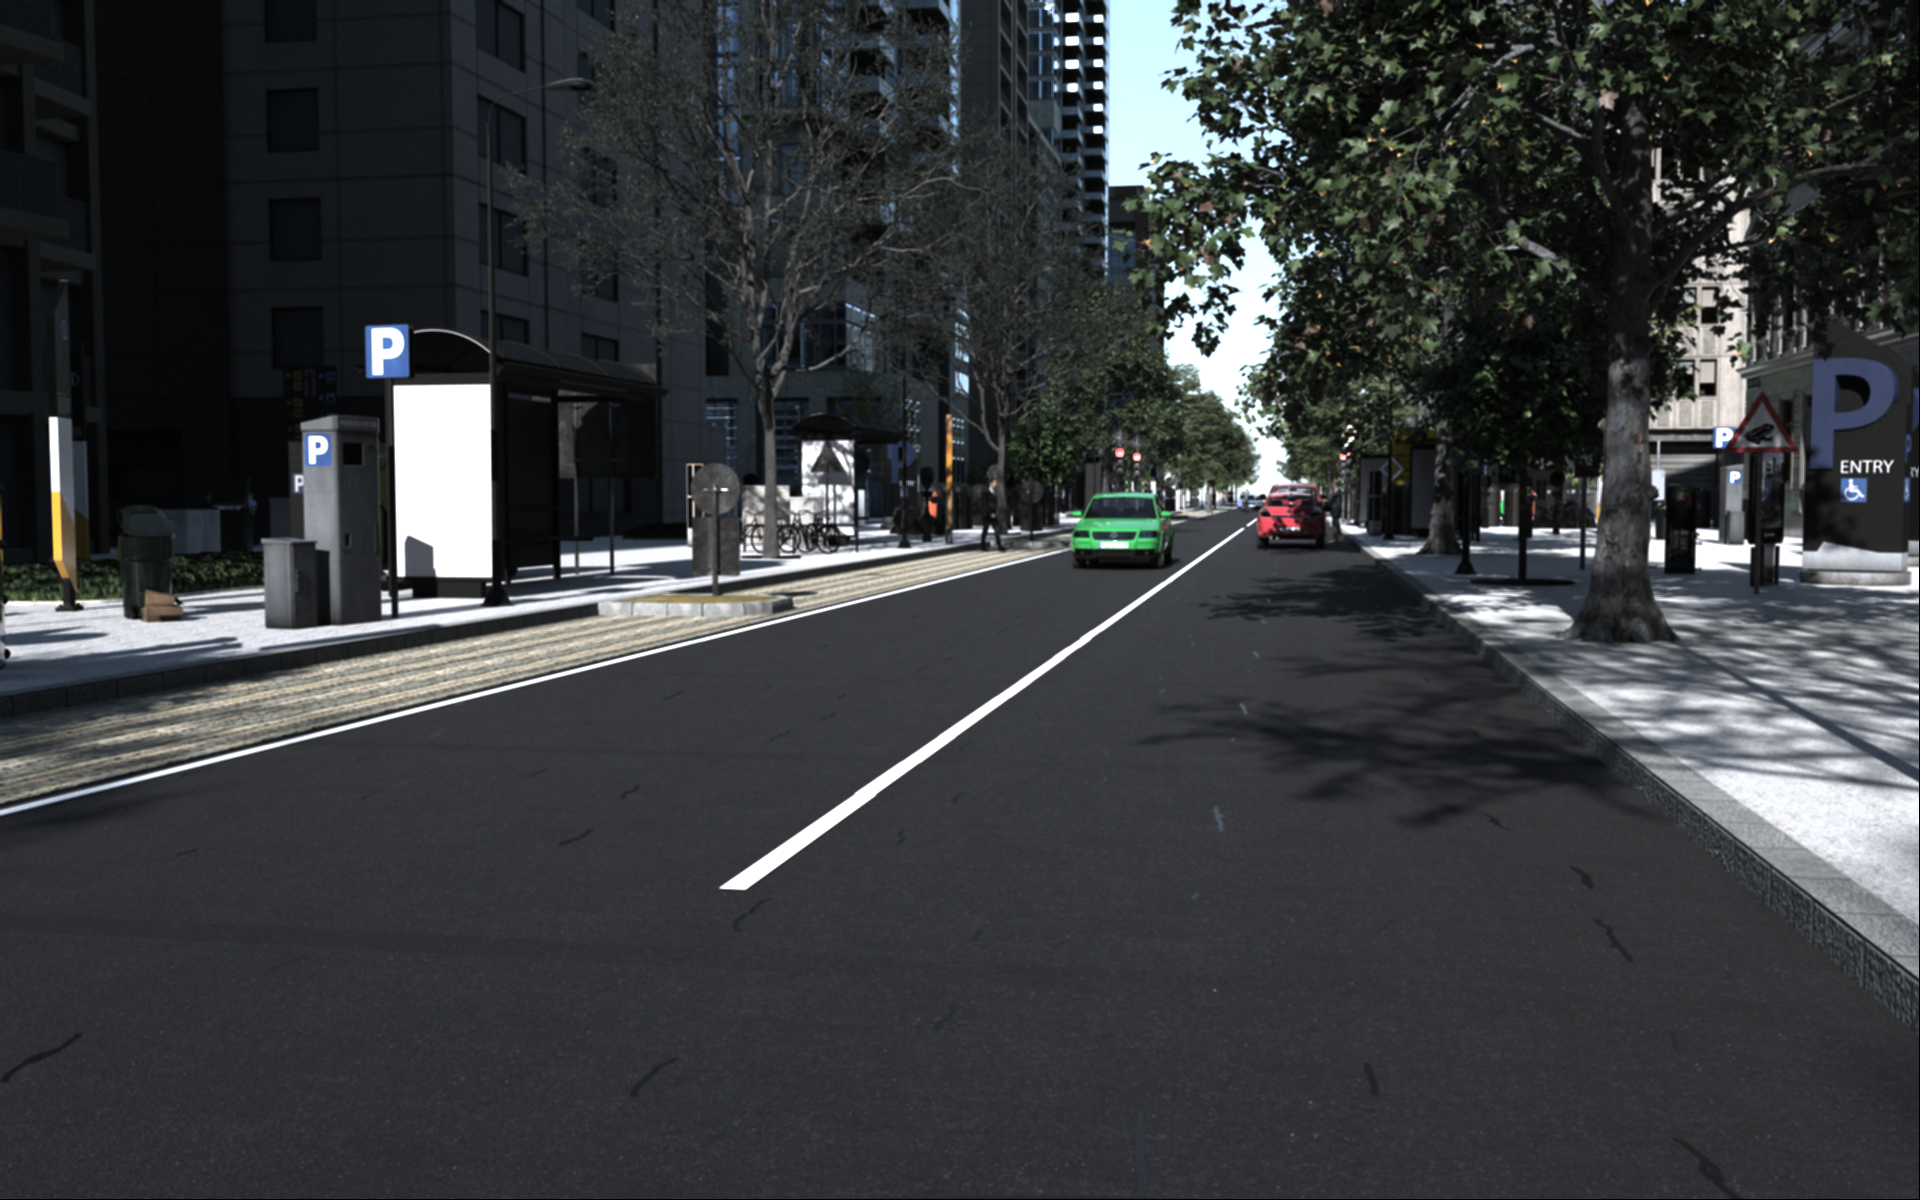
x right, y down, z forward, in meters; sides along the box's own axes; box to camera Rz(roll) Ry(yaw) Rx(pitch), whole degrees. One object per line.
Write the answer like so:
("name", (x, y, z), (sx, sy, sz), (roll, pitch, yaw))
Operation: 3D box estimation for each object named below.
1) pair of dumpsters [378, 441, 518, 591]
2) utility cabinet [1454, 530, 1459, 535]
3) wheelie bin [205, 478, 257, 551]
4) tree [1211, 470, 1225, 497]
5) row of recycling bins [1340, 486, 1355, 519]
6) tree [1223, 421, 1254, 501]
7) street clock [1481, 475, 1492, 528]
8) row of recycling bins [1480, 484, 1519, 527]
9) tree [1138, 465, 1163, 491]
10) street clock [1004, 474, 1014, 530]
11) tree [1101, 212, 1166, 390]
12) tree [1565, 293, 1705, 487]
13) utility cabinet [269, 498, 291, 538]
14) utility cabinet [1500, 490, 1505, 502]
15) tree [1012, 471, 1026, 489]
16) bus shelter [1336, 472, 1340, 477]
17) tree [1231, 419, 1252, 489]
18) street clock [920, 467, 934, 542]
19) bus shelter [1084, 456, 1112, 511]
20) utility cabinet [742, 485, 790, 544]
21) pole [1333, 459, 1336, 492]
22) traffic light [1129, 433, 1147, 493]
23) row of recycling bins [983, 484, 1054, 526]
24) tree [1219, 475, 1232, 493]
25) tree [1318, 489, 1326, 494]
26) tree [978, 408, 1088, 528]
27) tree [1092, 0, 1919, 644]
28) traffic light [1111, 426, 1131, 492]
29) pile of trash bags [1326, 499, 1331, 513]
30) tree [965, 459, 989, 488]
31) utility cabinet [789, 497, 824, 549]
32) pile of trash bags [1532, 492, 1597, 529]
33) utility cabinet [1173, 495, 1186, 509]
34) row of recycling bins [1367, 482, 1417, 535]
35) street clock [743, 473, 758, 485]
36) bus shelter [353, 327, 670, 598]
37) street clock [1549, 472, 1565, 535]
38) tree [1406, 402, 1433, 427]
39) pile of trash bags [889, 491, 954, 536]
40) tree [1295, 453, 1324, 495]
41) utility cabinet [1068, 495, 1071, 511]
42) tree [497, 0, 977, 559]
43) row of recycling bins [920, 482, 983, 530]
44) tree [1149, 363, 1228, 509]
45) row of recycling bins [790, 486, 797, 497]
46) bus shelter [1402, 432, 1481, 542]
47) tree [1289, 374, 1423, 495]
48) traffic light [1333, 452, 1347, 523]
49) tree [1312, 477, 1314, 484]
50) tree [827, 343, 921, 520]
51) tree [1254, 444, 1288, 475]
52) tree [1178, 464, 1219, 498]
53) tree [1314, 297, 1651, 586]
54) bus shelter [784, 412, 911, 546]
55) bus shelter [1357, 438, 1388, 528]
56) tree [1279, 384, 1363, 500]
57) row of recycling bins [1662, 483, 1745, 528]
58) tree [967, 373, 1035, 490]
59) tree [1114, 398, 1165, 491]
("pair of dumpsters", (-7.750, -1.370, 24.888), (1.574, 2.255, 4.437), (1, 4, 11))
("utility cabinet", (15.705, -2.676, 54.912), (0.306, 1.237, 1.020), (1, 4, 14))
("wheelie bin", (-13.958, -1.549, 33.236), (0.980, 1.594, 0.693), (0, 4, -8))
("tree", (30.422, -15.760, 208.032), (4.737, 8.622, 4.395), (0, 3, 0))
("row of recycling bins", (20.912, -5.085, 90.257), (1.069, 1.692, 3.534), (-2, 4, -27))
("tree", (49.526, -24.402, 309.339), (12.009, 13.543, 11.850), (0, 3, 0))
("street clock", (19.791, -3.707, 65.181), (0.358, 2.002, 0.471), (3, 5, 42))
("row of recycling bins", (20.559, -3.757, 68.545), (3.534, 1.692, 1.069), (1, 4, 18))
("tree", (12.356, -7.267, 113.414), (1.663, 3.219, 1.824), (0, 3, 0))
("street clock", (1.720, -3.515, 62.034), (0.358, 2.002, 0.471), (3, 4, 39))
("tree", (1.191, -8.811, 54.428), (12.009, 13.543, 11.850), (0, 3, 0))
("tree", (22.590, -6.706, 60.013), (4.737, 8.622, 4.395), (0, 3, 0))
("utility cabinet", (-10.995, -1.064, 28.550), (1.020, 1.237, 0.306), (3, 5, 42))
("utility cabinet", (30.945, -5.552, 99.452), (1.173, 1.500, 0.318), (0, 4, 3))
("tree", (4.247, -7.569, 118.354), (1.663, 3.219, 1.824), (0, 3, 0))
("bus shelter", (32.923, -9.378, 147.255), (2.014, 3.302, 5.546), (1, 4, 11))
("tree", (38.044, -20.241, 249.069), (7.486, 12.596, 7.792), (0, 3, 0))
("street clock", (-0.883, -2.557, 46.382), (0.358, 2.002, 0.471), (-1, 4, -21))
("bus shelter", (8.733, -7.164, 108.407), (1.731, 3.624, 6.357), (1, 4, 11))
("utility cabinet", (-4.920, -2.154, 43.900), (1.173, 1.500, 0.318), (-2, 4, -24))
("pole", (21.481, -6.456, 99.406), (0.158, 3.312, 0.155), (0, 3, 0))
("traffic light", (8.160, -5.542, 79.536), (0.839, 4.253, 0.868), (1, 4, 11))
("row of recycling bins", (2.099, -3.844, 69.970), (3.534, 1.692, 1.069), (-1, 4, -14))
("tree", (34.381, -14.987, 228.748), (4.285, 4.588, 4.351), (0, 3, 0))
("tree", (41.671, -12.459, 198.297), (1.663, 3.219, 1.824), (0, 3, 0))
("tree", (3.253, -5.024, 65.852), (4.285, 4.588, 4.351), (0, 3, 0))
("tree", (5.961, -5.993, 14.995), (9.611, 12.733, 9.660), (0, 3, 0))
("traffic light", (6.655, -5.063, 71.693), (0.839, 4.253, 0.868), (1, 4, 11))
("pile of trash bags", (26.852, -6.692, 119.160), (1.912, 1.369, 3.447), (-3, 5, -44))
("tree", (0.679, -6.203, 96.025), (1.663, 3.219, 1.824), (0, 3, 0))
("utility cabinet", (-3.621, -1.823, 40.974), (0.306, 1.237, 1.020), (-3, 5, -40))
("pile of trash bags", (22.140, -3.358, 64.650), (3.447, 1.369, 1.912), (-3, 4, -36))
("utility cabinet", (18.729, -8.361, 147.867), (1.020, 1.237, 0.306), (1, 4, 21))
("row of recycling bins", (14.031, -2.966, 55.605), (1.069, 1.692, 3.534), (-1, 4, -10))
("street clock", (-7.370, -3.444, 60.881), (0.471, 2.002, 0.358), (-2, 4, -29))
("bus shelter", (-5.917, -1.828, 23.813), (2.014, 3.302, 5.546), (1, 4, 11))
("street clock", (18.785, -3.055, 54.522), (0.471, 2.002, 0.358), (1, 4, 15))
("tree", (30.964, -10.054, 114.749), (4.360, 8.622, 3.978), (0, 3, 0))
("pile of trash bags", (-1.112, -2.753, 54.761), (1.912, 1.369, 3.447), (-1, 4, -10))
("tree", (34.687, -13.258, 167.127), (4.737, 8.622, 4.395), (0, 3, 0))
("utility cabinet", (7.989, -7.120, 127.569), (0.306, 1.237, 1.020), (0, 4, 7))
("tree", (-3.766, -7.563, 34.024), (12.009, 13.543, 11.850), (0, 3, 0))
("row of recycling bins", (-0.427, -3.367, 62.156), (1.069, 1.692, 3.534), (1, 4, 22))
("tree", (19.032, -14.162, 149.675), (7.486, 12.596, 7.792), (0, 3, 0))
("row of recycling bins", (-8.677, -4.892, 87.093), (3.534, 1.692, 1.069), (-2, 4, -26))
("bus shelter", (13.690, -3.369, 49.009), (2.014, 3.302, 5.546), (1, 4, 11))
("tree", (21.391, -10.725, 93.487), (7.486, 12.596, 7.792), (0, 3, 0))
("traffic light", (17.210, -5.437, 77.821), (0.839, 4.253, 0.868), (1, 4, 11))
("tree", (19.687, -6.036, 82.402), (4.285, 4.588, 4.351), (0, 3, 0))
("tree", (-4.296, -8.189, 84.246), (4.737, 8.622, 4.395), (0, 3, 0))
("tree", (48.888, -19.899, 235.724), (12.009, 13.543, 11.850), (0, 3, 0))
("tree", (22.805, -11.424, 170.489), (4.285, 4.588, 4.351), (0, 3, 0))
("tree", (8.066, -2.519, 24.892), (4.285, 4.588, 4.351), (0, 3, 0))
("bus shelter", (-2.867, -3.165, 45.664), (2.014, 3.302, 5.546), (1, 4, 11))
("bus shelter", (15.182, -4.171, 62.113), (2.014, 3.302, 5.546), (1, 4, 11))
("tree", (26.173, -11.577, 123.699), (7.601, 10.594, 8.767), (-1, 4, -15))
("row of recycling bins", (28.620, -3.602, 66.001), (3.534, 1.692, 1.069), (2, 4, 33))
("tree", (2.584, -9.552, 106.531), (4.737, 8.622, 4.395), (0, 3, 0))
("tree", (12.460, -10.273, 118.319), (4.360, 8.622, 3.978), (0, 3, 0))
